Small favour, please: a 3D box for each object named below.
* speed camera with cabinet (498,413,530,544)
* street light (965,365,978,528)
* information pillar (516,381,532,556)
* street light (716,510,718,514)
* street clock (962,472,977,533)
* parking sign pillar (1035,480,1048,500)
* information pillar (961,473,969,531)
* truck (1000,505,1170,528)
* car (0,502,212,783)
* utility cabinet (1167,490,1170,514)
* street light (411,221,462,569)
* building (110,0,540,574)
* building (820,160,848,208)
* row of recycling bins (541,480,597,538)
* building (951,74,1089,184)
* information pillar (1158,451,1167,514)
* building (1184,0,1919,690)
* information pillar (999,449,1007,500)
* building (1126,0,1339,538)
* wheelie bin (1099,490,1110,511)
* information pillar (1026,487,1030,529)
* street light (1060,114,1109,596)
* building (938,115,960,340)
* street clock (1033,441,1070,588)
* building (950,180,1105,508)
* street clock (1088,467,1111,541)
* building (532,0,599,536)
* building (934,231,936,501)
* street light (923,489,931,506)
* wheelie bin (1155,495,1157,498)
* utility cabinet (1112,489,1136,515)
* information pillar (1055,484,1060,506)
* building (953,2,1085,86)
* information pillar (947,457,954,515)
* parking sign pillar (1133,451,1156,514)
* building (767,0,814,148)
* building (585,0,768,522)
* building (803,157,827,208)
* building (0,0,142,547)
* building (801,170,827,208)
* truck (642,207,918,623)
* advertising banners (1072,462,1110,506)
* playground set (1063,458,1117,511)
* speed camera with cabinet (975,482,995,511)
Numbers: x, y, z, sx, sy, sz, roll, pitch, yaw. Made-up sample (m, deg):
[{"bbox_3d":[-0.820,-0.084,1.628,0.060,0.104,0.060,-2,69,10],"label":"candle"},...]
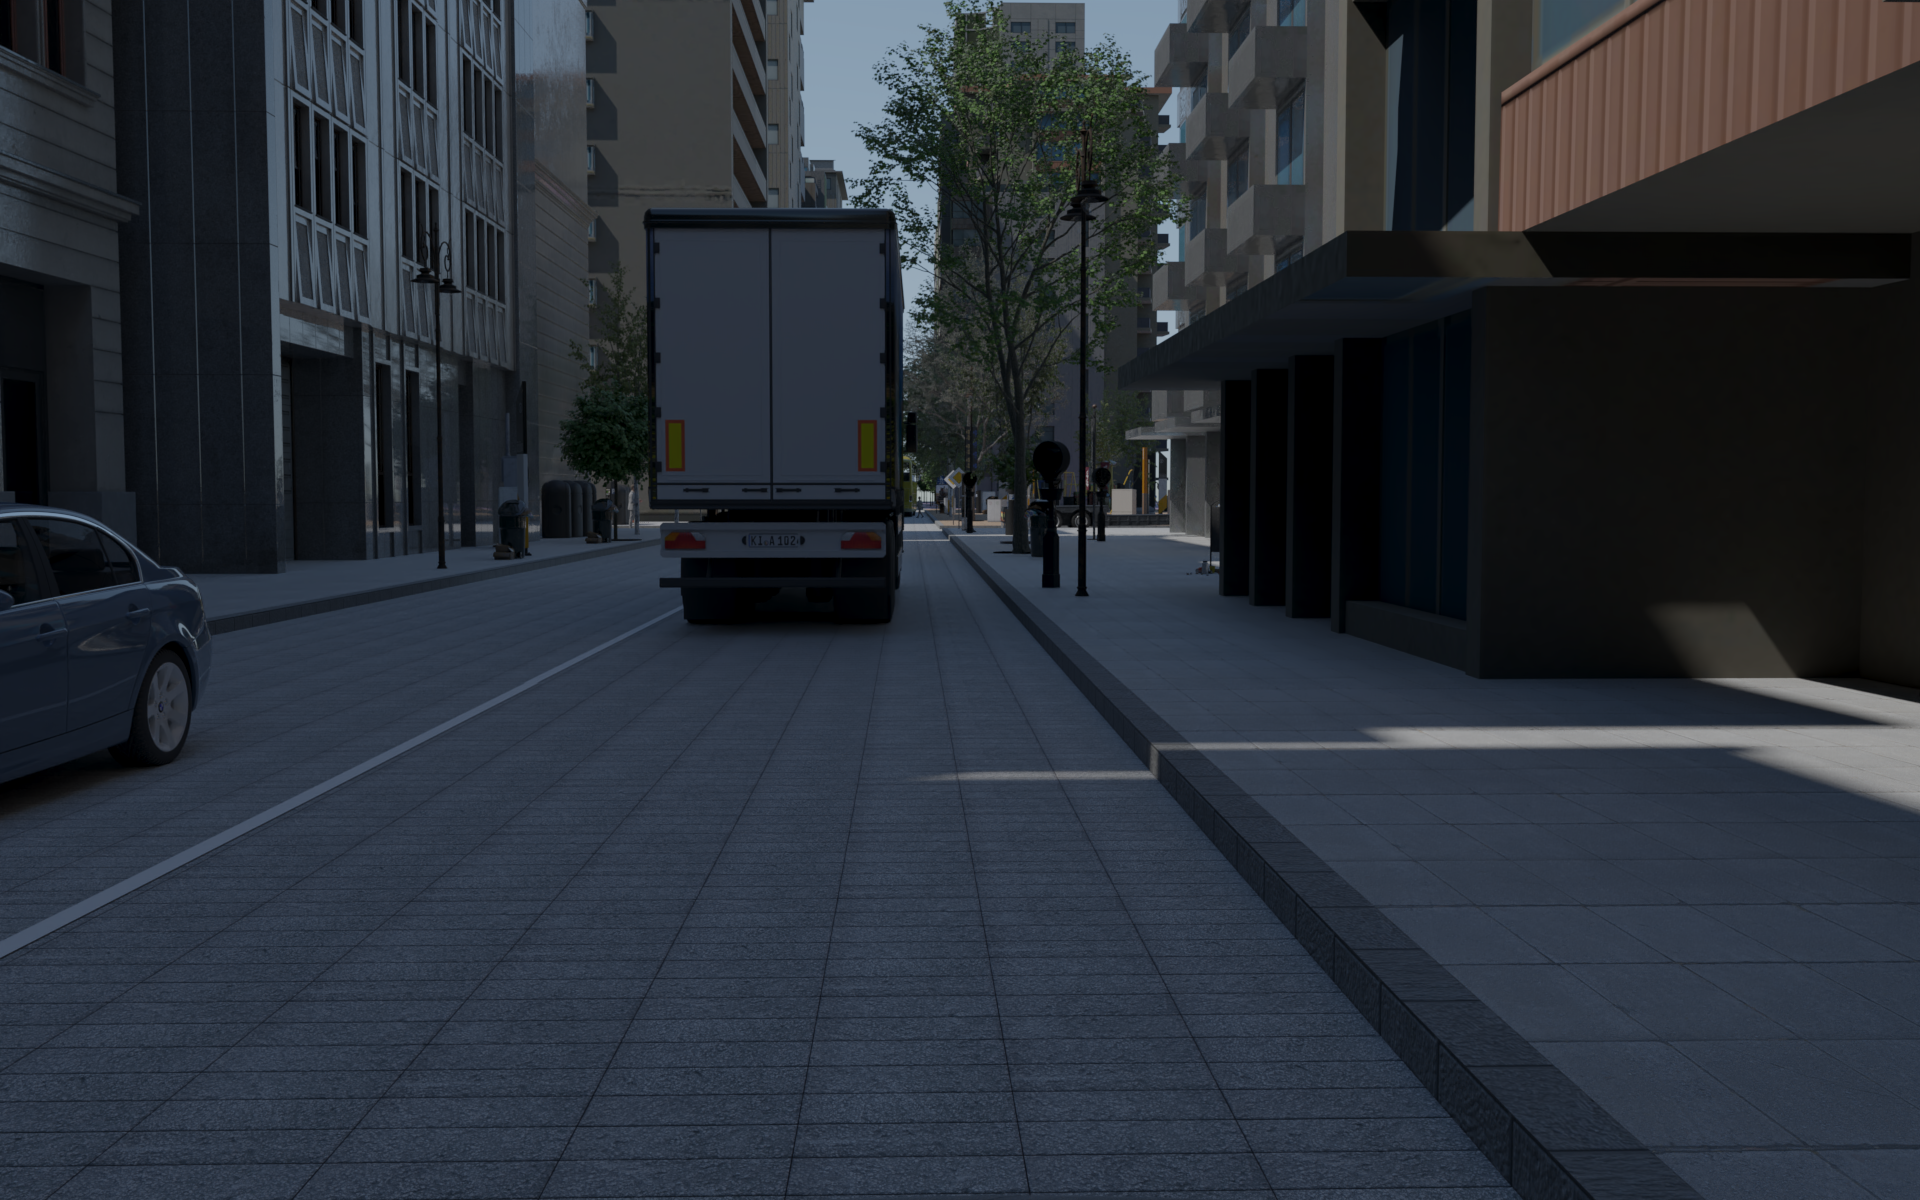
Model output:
[{"bbox_3d":[-10.739,-2.897,41.694,0.660,3.252,2.038,-1,4,-10],"label":"speed camera with cabinet"},{"bbox_3d":[0.414,-5.482,62.425,0.468,5.910,1.993,0,4,-2],"label":"street light"},{"bbox_3d":[-9.105,-2.733,36.036,0.183,3.616,0.504,-2,4,-31],"label":"information pillar"},{"bbox_3d":[-10.184,-6.092,72.393,0.468,5.910,1.993,0,4,-2],"label":"street light"},{"bbox_3d":[0.320,-3.188,56.693,0.471,2.002,0.358,0,4,-4],"label":"street clock"},{"bbox_3d":[6.541,-9.015,135.863,1.447,3.967,1.447,-1,4,-14],"label":"parking sign pillar"},{"bbox_3d":[0.245,-3.445,60.810,0.304,2.012,0.304,-1,4,-23],"label":"information pillar"},{"bbox_3d":[11.024,-4.754,67.490,18.799,4.110,2.967,0,4,-2],"label":"truck"},{"bbox_3d":[-5.044,0.251,7.895,2.014,1.417,4.499,0,3,0],"label":"car"},{"bbox_3d":[11.078,-4.820,87.488,1.173,1.500,0.318,0,4,2],"label":"utility cabinet"},{"bbox_3d":[-8.912,-3.476,29.621,0.468,5.910,1.993,0,4,-2],"label":"street light"},{"bbox_3d":[-17.257,-13.381,36.799,12.078,24.808,19.932,0,4,-2],"label":"building"},{"bbox_3d":[-32.434,-41.965,275.373,28.713,52.752,27.495,0,4,-2],"label":"building"},{"bbox_3d":[-11.620,-2.732,51.781,1.069,1.692,3.534,0,4,4],"label":"row of recycling bins"},{"bbox_3d":[10.305,-32.438,184.980,22.147,44.769,28.867,0,4,-2],"label":"building"},{"bbox_3d":[10.932,-6.247,93.494,0.504,3.616,0.183,-1,4,-14],"label":"information pillar"},{"bbox_3d":[13.284,-21.642,8.466,22.147,44.769,28.867,0,4,-2],"label":"building"},{"bbox_3d":[2.242,-6.018,89.751,0.504,3.616,0.183,0,4,-3],"label":"information pillar"},{"bbox_3d":[17.411,-26.083,46.064,23.786,49.044,30.456,0,4,-2],"label":"building"},{"bbox_3d":[10.745,-7.402,128.936,0.980,1.594,0.693,3,5,42],"label":"wheelie bin"},{"bbox_3d":[2.276,-3.454,60.973,0.304,2.012,0.304,1,4,16],"label":"information pillar"},{"bbox_3d":[1.534,-2.986,21.604,0.468,5.910,1.993,0,4,-2],"label":"street light"},{"bbox_3d":[8.217,-35.859,210.001,21.300,48.544,21.600,0,4,-2],"label":"building"},{"bbox_3d":[1.248,-1.169,23.691,0.471,2.002,0.358,2,4,32],"label":"street clock"},{"bbox_3d":[6.066,-23.979,163.763,14.160,30.474,14.107,0,4,-2],"label":"building"},{"bbox_3d":[3.831,-2.590,46.919,0.471,2.002,0.358,-1,4,-16],"label":"street clock"},{"bbox_3d":[-24.978,-15.751,54.796,25.104,27.353,12.463,0,4,-2],"label":"building"},{"bbox_3d":[6.378,-41.090,295.525,21.300,48.544,21.600,0,4,-2],"label":"building"},{"bbox_3d":[-4.288,-15.311,223.121,0.468,5.910,1.993,0,4,-2],"label":"street light"},{"bbox_3d":[14.586,-7.644,132.887,0.980,1.594,0.693,-1,4,-11],"label":"wheelie bin"},{"bbox_3d":[7.400,-4.243,78.048,1.173,1.500,0.318,3,5,44],"label":"utility cabinet"},{"bbox_3d":[5.226,-5.466,93.864,0.304,2.012,0.304,-1,4,-19],"label":"information pillar"},{"bbox_3d":[7.242,-50.140,258.044,20.563,71.187,20.611,0,4,-2],"label":"building"},{"bbox_3d":[-0.565,-7.051,106.637,0.504,3.616,0.183,-3,5,-43],"label":"information pillar"},{"bbox_3d":[11.160,-7.136,105.139,1.447,3.967,1.447,0,4,1],"label":"parking sign pillar"},{"bbox_3d":[-28.386,-34.923,160.224,28.713,52.752,27.495,0,4,-2],"label":"building"},{"bbox_3d":[-21.396,-28.446,88.793,21.300,48.544,21.600,0,4,-2],"label":"building"},{"bbox_3d":[-30.237,-38.326,246.231,23.786,49.044,30.456,0,4,-2],"label":"building"},{"bbox_3d":[-18.691,-13.910,14.826,14.401,28.519,23.554,0,4,-2],"label":"building"},{"bbox_3d":[-23.677,-32.374,212.910,14.154,41.232,14.086,0,4,-2],"label":"building"},{"bbox_3d":[-1.981,-2.060,22.600,2.839,4.237,11.283,0,4,-1],"label":"truck"},{"bbox_3d":[7.107,-5.985,94.042,2.074,3.025,0.090,0,4,1],"label":"advertising banners"},{"bbox_3d":[10.850,-8.983,133.648,5.637,4.214,5.302,0,4,2],"label":"playground set"},{"bbox_3d":[1.364,-7.551,117.796,2.038,3.252,0.660,-2,4,-24],"label":"speed camera with cabinet"}]
